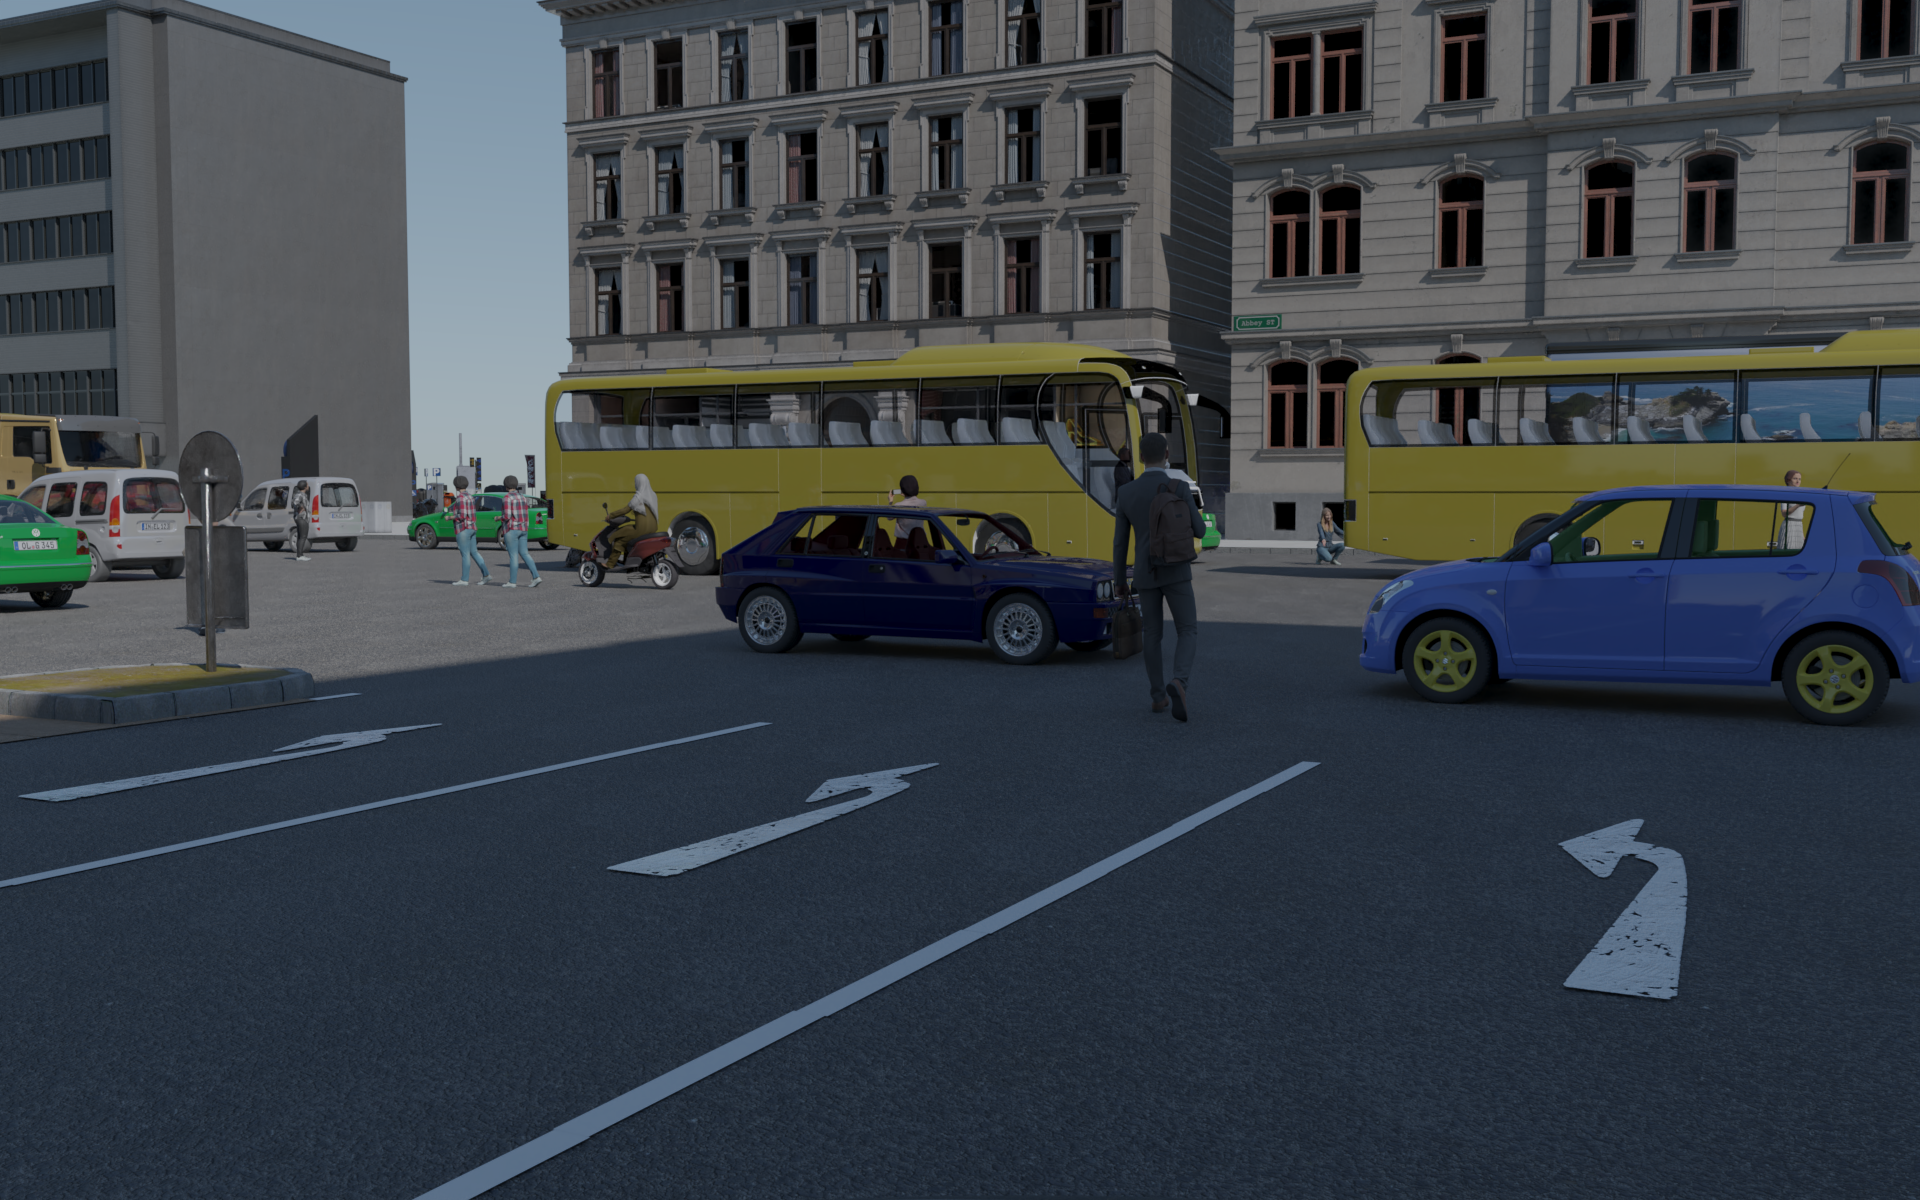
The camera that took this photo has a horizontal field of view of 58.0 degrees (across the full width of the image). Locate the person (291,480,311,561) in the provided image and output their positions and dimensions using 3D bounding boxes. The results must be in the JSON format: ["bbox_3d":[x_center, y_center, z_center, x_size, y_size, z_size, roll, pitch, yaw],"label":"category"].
[{"bbox_3d":[-14.198,-1.718,37.312,0.376,1.734,0.841,-1,4,-21],"label":"person"}]

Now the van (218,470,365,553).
[{"bbox_3d":[-16.876,-2.221,43.319,4.112,2.044,2.013,2,4,29],"label":"van"}]

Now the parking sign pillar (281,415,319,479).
[{"bbox_3d":[-22.256,-4.279,58.441,1.447,3.967,1.447,2,4,24],"label":"parking sign pillar"}]

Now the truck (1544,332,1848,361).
[{"bbox_3d":[16.395,-2.561,30.779,11.283,4.237,2.839,2,4,26],"label":"truck"}]

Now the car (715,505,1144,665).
[{"bbox_3d":[-0.214,-0.192,15.721,3.894,1.354,1.945,2,4,26],"label":"car"}]

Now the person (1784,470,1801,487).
[{"bbox_3d":[11.221,-0.866,23.223,0.480,1.755,0.524,-3,4,-36],"label":"person"}]

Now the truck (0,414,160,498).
[{"bbox_3d":[-24.134,-2.911,43.513,9.791,3.379,3.469,2,4,25],"label":"truck"}]

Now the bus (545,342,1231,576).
[{"bbox_3d":[-1.632,-2.352,30.003,12.252,3.916,2.896,2,4,27],"label":"bus"}]

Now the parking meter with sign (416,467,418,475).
[{"bbox_3d":[-35.768,-7.034,111.262,1.738,3.016,0.543,0,4,4],"label":"parking meter with sign"}]

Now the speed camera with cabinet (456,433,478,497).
[{"bbox_3d":[-15.841,-3.746,55.584,0.660,3.252,2.038,-1,4,-14],"label":"speed camera with cabinet"}]

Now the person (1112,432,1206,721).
[{"bbox_3d":[1.281,-0.166,11.182,0.622,1.834,0.822,1,4,13],"label":"person"}]

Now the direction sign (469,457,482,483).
[{"bbox_3d":[-29.830,-7.016,106.704,0.379,3.537,0.876,2,4,35],"label":"direction sign"}]

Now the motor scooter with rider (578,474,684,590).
[{"bbox_3d":[-4.989,-1.060,26.293,1.986,1.779,0.876,2,4,29],"label":"motor scooter with rider"}]

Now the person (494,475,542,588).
[{"bbox_3d":[-6.777,-1.049,26.494,0.643,1.720,0.563,2,4,24],"label":"person"}]

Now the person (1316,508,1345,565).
[{"bbox_3d":[7.593,-1.290,35.096,1.012,1.151,0.738,-1,4,-21],"label":"person"}]

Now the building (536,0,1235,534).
[{"bbox_3d":[-10.137,-12.908,61.963,40.483,20.767,10.553,2,4,27],"label":"building"}]

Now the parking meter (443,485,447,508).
[{"bbox_3d":[-32.361,-6.313,108.922,0.255,1.863,0.399,-1,4,-17],"label":"parking meter"}]

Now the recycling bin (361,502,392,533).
[{"bbox_3d":[-19.252,-2.725,57.110,0.722,1.027,0.722,2,4,27],"label":"recycling bin"}]

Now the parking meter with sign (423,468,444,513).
[{"bbox_3d":[-35.553,-7.451,118.088,1.738,3.016,0.543,0,4,0],"label":"parking meter with sign"}]

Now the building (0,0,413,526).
[{"bbox_3d":[-41.700,-15.933,79.578,30.058,24.678,14.314,2,4,27],"label":"building"}]

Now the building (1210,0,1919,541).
[{"bbox_3d":[20.151,-15.946,48.102,23.554,28.519,14.401,2,4,27],"label":"building"}]

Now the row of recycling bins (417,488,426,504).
[{"bbox_3d":[-37.572,-6.780,117.960,1.069,1.692,3.534,1,4,19],"label":"row of recycling bins"}]

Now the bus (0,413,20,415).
[{"bbox_3d":[-32.305,-3.846,54.424,12.252,3.916,2.896,2,4,26],"label":"bus"}]

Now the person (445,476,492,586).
[{"bbox_3d":[-7.711,-1.089,27.139,0.643,1.720,0.563,0,4,5],"label":"person"}]

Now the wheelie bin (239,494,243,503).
[{"bbox_3d":[-26.984,-3.440,64.156,0.693,1.594,0.980,-1,4,-10],"label":"wheelie bin"}]

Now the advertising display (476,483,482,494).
[{"bbox_3d":[-27.639,-5.728,98.869,0.123,1.923,0.974,1,4,19],"label":"advertising display"}]

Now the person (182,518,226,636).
[{"bbox_3d":[-7.659,-0.297,17.631,0.475,1.303,0.640,-1,4,-17],"label":"person"}]

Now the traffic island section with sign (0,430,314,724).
[{"bbox_3d":[-5.672,-0.234,11.970,2.006,1.907,1.989,2,4,27],"label":"traffic island section with sign"}]

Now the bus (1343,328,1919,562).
[{"bbox_3d":[12.416,-2.187,27.303,12.252,3.916,2.896,2,4,26],"label":"bus"}]

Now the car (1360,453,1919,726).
[{"bbox_3d":[4.664,-0.145,11.968,3.694,1.707,1.945,2,4,29],"label":"car"}]

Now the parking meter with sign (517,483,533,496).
[{"bbox_3d":[-30.802,-7.650,121.346,1.738,3.016,0.543,-1,4,-23],"label":"parking meter with sign"}]

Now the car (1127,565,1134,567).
[{"bbox_3d":[1.551,-1.362,32.060,4.222,1.686,2.009,2,4,28],"label":"car"}]

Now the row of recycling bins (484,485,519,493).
[{"bbox_3d":[-20.528,-4.322,77.775,1.069,1.692,3.534,0,4,0],"label":"row of recycling bins"}]

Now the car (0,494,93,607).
[{"bbox_3d":[-13.087,-0.802,21.908,4.718,1.807,1.959,2,4,28],"label":"car"}]

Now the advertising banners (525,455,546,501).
[{"bbox_3d":[-18.549,-4.974,77.515,2.074,3.025,0.090,-3,5,-44],"label":"advertising banners"}]

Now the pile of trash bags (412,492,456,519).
[{"bbox_3d":[-27.801,-4.925,90.283,3.447,1.369,1.912,1,4,19],"label":"pile of trash bags"}]

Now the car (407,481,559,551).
[{"bbox_3d":[-12.183,-2.202,44.797,4.718,1.807,1.959,2,4,26],"label":"car"}]

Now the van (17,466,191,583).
[{"bbox_3d":[-14.951,-1.365,29.330,4.112,2.044,2.013,2,4,27],"label":"van"}]

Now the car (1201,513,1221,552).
[{"bbox_3d":[3.088,-1.688,36.397,4.718,1.807,1.959,2,4,28],"label":"car"}]

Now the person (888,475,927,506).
[{"bbox_3d":[-0.616,-0.596,19.703,0.517,1.644,0.566,1,4,14],"label":"person"}]

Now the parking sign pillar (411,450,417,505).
[{"bbox_3d":[-33.391,-7.158,105.504,1.447,3.967,1.447,-2,4,-24],"label":"parking sign pillar"}]

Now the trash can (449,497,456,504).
[{"bbox_3d":[-23.002,-4.139,79.329,0.748,1.137,0.748,0,3,0],"label":"trash can"}]

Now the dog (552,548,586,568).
[{"bbox_3d":[-7.583,-1.039,33.827,0.800,0.831,0.513,-1,4,-12],"label":"dog"}]
